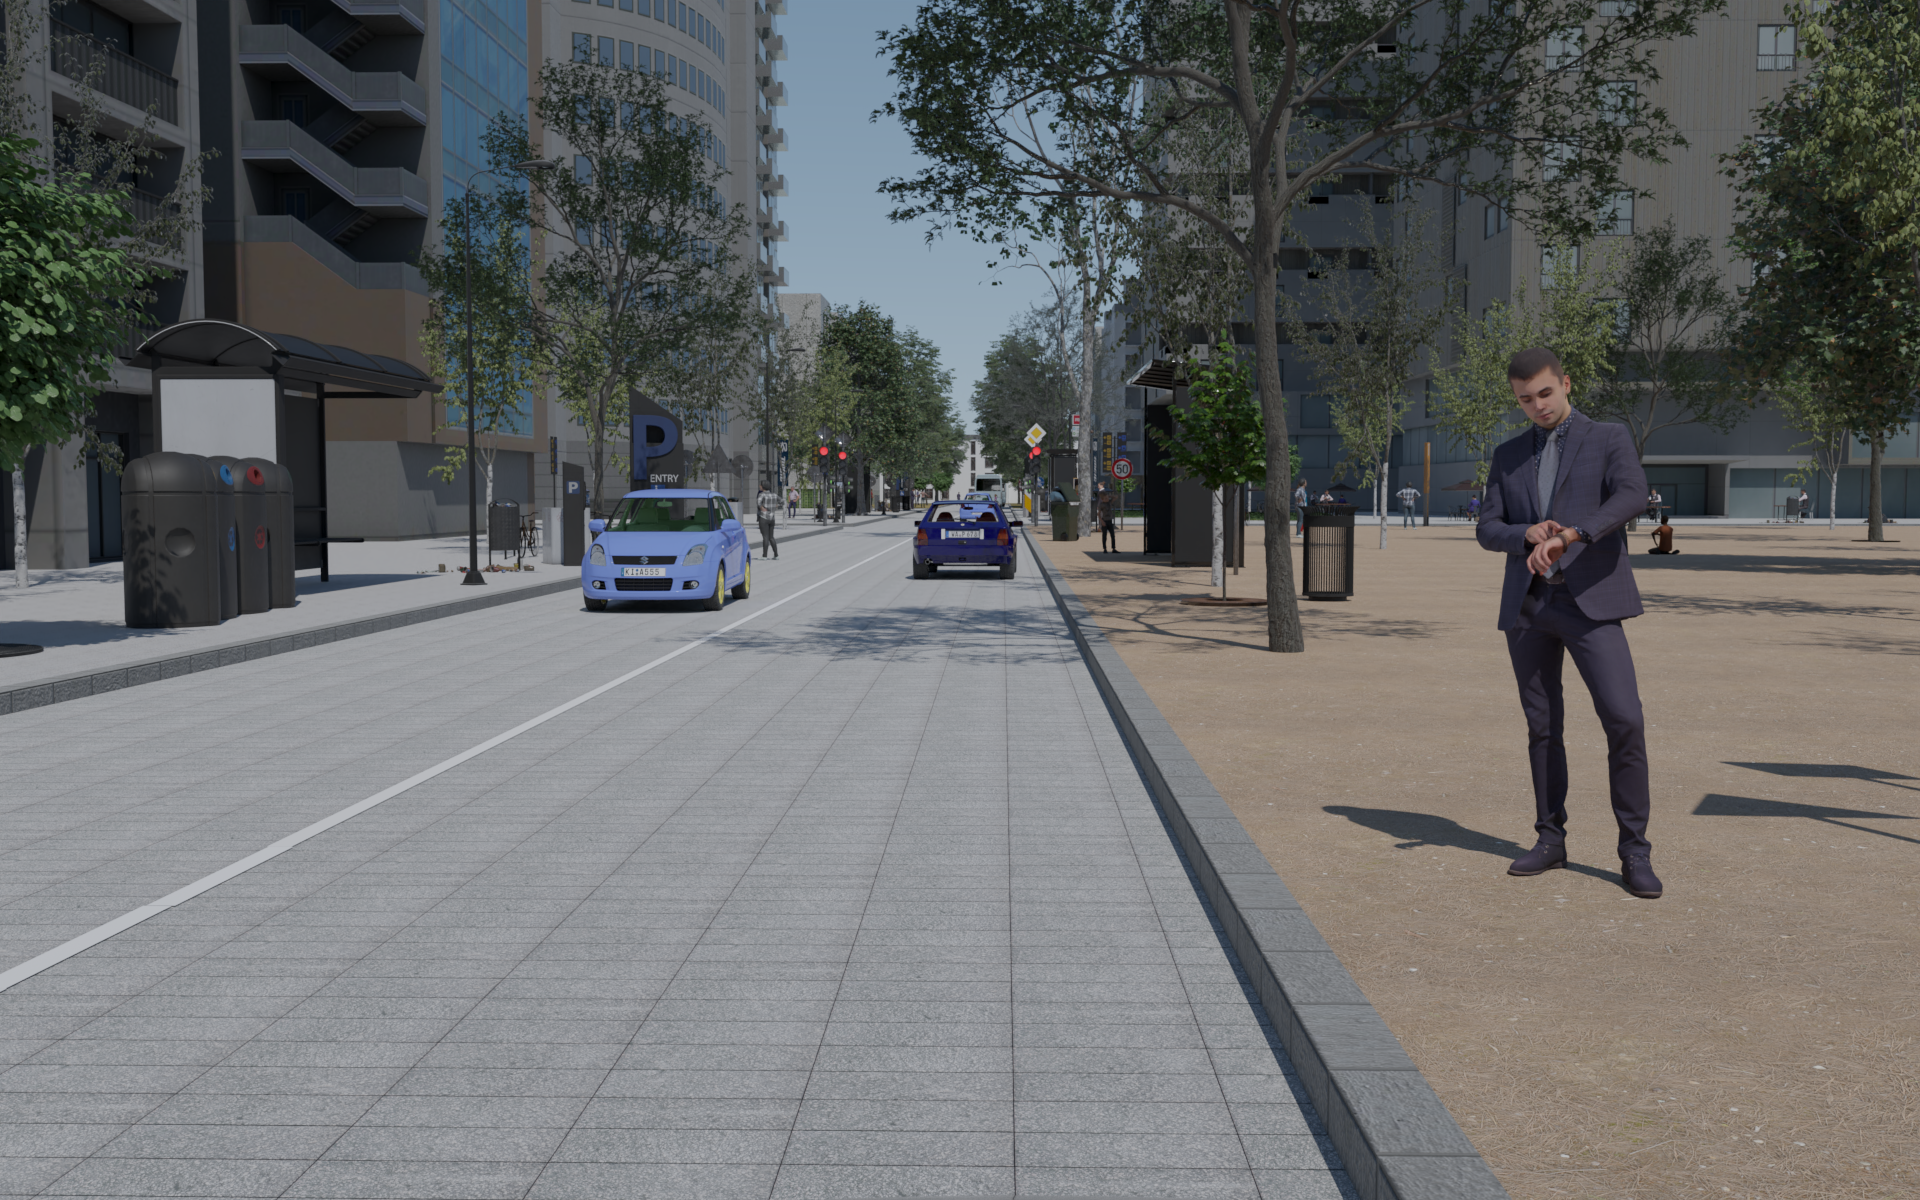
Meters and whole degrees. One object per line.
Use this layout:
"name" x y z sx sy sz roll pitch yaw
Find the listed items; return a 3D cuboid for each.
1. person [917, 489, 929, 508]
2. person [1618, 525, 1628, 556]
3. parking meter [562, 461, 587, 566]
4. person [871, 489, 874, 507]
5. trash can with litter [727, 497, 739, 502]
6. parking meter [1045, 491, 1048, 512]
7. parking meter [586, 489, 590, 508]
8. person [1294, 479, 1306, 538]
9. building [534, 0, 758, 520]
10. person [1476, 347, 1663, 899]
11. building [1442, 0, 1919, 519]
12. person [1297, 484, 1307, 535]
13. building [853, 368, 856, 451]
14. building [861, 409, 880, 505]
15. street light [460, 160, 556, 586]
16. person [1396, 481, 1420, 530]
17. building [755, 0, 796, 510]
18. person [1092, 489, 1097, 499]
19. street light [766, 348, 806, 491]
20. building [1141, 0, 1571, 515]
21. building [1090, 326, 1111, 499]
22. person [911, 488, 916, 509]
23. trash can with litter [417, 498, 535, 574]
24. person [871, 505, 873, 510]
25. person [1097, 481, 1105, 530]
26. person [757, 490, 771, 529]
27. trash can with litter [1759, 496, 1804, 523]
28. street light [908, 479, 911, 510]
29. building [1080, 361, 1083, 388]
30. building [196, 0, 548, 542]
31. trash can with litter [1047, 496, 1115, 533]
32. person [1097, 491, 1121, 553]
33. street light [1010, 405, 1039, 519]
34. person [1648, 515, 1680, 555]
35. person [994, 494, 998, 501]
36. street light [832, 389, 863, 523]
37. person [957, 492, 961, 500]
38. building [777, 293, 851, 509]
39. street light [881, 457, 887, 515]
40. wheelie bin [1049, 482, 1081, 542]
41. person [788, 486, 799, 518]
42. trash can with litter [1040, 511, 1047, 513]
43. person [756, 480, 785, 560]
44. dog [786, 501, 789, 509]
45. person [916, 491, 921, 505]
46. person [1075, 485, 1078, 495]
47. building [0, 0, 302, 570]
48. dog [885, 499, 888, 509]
"person" -3.451 -9.486 161.847 1.217 1.736 0.721 1 4 10
"person" 13.346 -1.734 35.193 0.445 1.727 0.742 -1 4 -12
"parking meter" -6.855 -1.536 30.829 0.399 1.863 0.255 0 4 -7
"person" -8.759 -10.153 171.978 0.705 1.831 1.348 -1 4 -9
"trash can with litter" -8.158 -3.016 60.706 0.624 1.170 1.055 -2 4 -34
"parking meter" 6.181 -6.932 121.743 0.372 1.533 0.369 0 3 0
"parking meter" -16.555 -4.170 76.595 0.372 1.533 0.369 0 3 0
"person" 9.960 -2.688 50.709 0.376 1.734 0.841 1 4 13
"building" -23.997 -33.985 97.654 21.231 58.520 28.212 0 4 1
"person" 1.989 0.049 5.697 0.683 1.767 0.568 3 4 37
"building" 41.050 -31.208 99.486 27.495 52.752 28.713 0 4 1
"person" 10.676 -2.826 53.960 0.444 1.614 0.593 2 4 29
"building" -19.047 -20.401 189.979 16.016 20.091 11.380 0 4 1
"building" -26.161 -21.160 212.427 31.486 18.905 16.747 0 4 1
"street light" -6.325 -3.163 24.262 1.470 5.913 1.316 0 4 1
"person" 16.165 -3.401 62.377 0.841 1.734 0.376 2 4 27
"building" -24.657 -31.048 127.248 23.786 49.044 30.456 0 4 1
"person" 12.833 -9.912 168.195 1.348 1.812 0.705 2 4 24
"street light" -5.594 -5.053 55.162 1.470 5.913 1.316 0 4 1
"building" 28.818 -33.477 136.587 28.713 52.752 27.495 0 4 1
"building" 22.834 -19.849 190.981 16.747 18.905 31.486 0 4 1
"person" -3.831 -8.414 144.055 0.568 1.767 0.683 -1 4 -20
"trash can with litter" -7.963 -1.078 28.681 2.233 1.210 1.678 -2 4 -35
"person" -7.006 -7.286 135.644 0.357 0.543 0.381 0 4 -6
"person" 4.841 -3.270 60.310 0.445 1.727 0.742 -1 4 -16
"person" -7.175 -3.475 63.569 0.576 1.737 0.504 -2 4 -24
"trash can with litter" 36.255 -3.993 76.347 2.233 1.210 1.678 0 4 -1
"street light" -3.533 -10.143 138.376 1.470 5.913 1.316 0 4 1
"building" 22.878 -21.795 212.769 16.016 20.091 11.380 0 4 1
"building" -21.649 -24.613 52.531 14.200 45.320 14.600 0 4 1
"trash can with litter" 4.328 -2.900 58.466 1.678 1.210 2.233 -2 4 -31
"person" 3.226 -1.681 37.429 0.435 1.345 0.340 -2 4 -34
"street light" 3.426 -7.231 90.768 1.470 5.913 1.316 0 4 1
"person" 14.892 -1.378 36.860 0.859 0.850 0.655 -1 4 -19
"person" 2.378 -6.867 124.011 0.776 1.435 0.726 0 4 7
"street light" -4.983 -6.391 77.026 1.470 5.913 1.316 0 4 1
"person" -0.148 -12.654 216.309 0.541 1.710 0.530 3 5 41
"building" -20.220 -18.482 168.645 16.747 18.905 31.486 0 4 1
"street light" -4.195 -8.253 107.479 1.470 5.913 1.316 0 4 1
"wheelie bin" 2.813 -2.391 47.000 0.693 1.594 0.980 2 4 34
"person" -8.831 -5.152 91.222 0.436 1.711 0.756 -3 5 -42
"trash can with litter" 5.849 -6.648 119.749 2.233 1.210 1.678 0 4 -2
"person" -4.153 -1.724 37.413 0.376 1.734 0.841 3 5 42
"dog" -14.966 -8.345 150.823 0.800 0.831 0.513 2 4 35
"person" -4.725 -11.848 199.626 0.599 1.838 0.709 1 4 21
"person" 4.393 -3.415 63.576 0.593 1.614 0.444 1 4 23
"building" -25.225 -36.376 33.002 20.563 71.187 20.611 0 4 1
"dog" -6.286 -8.354 150.962 0.800 0.831 0.513 -2 4 -34
